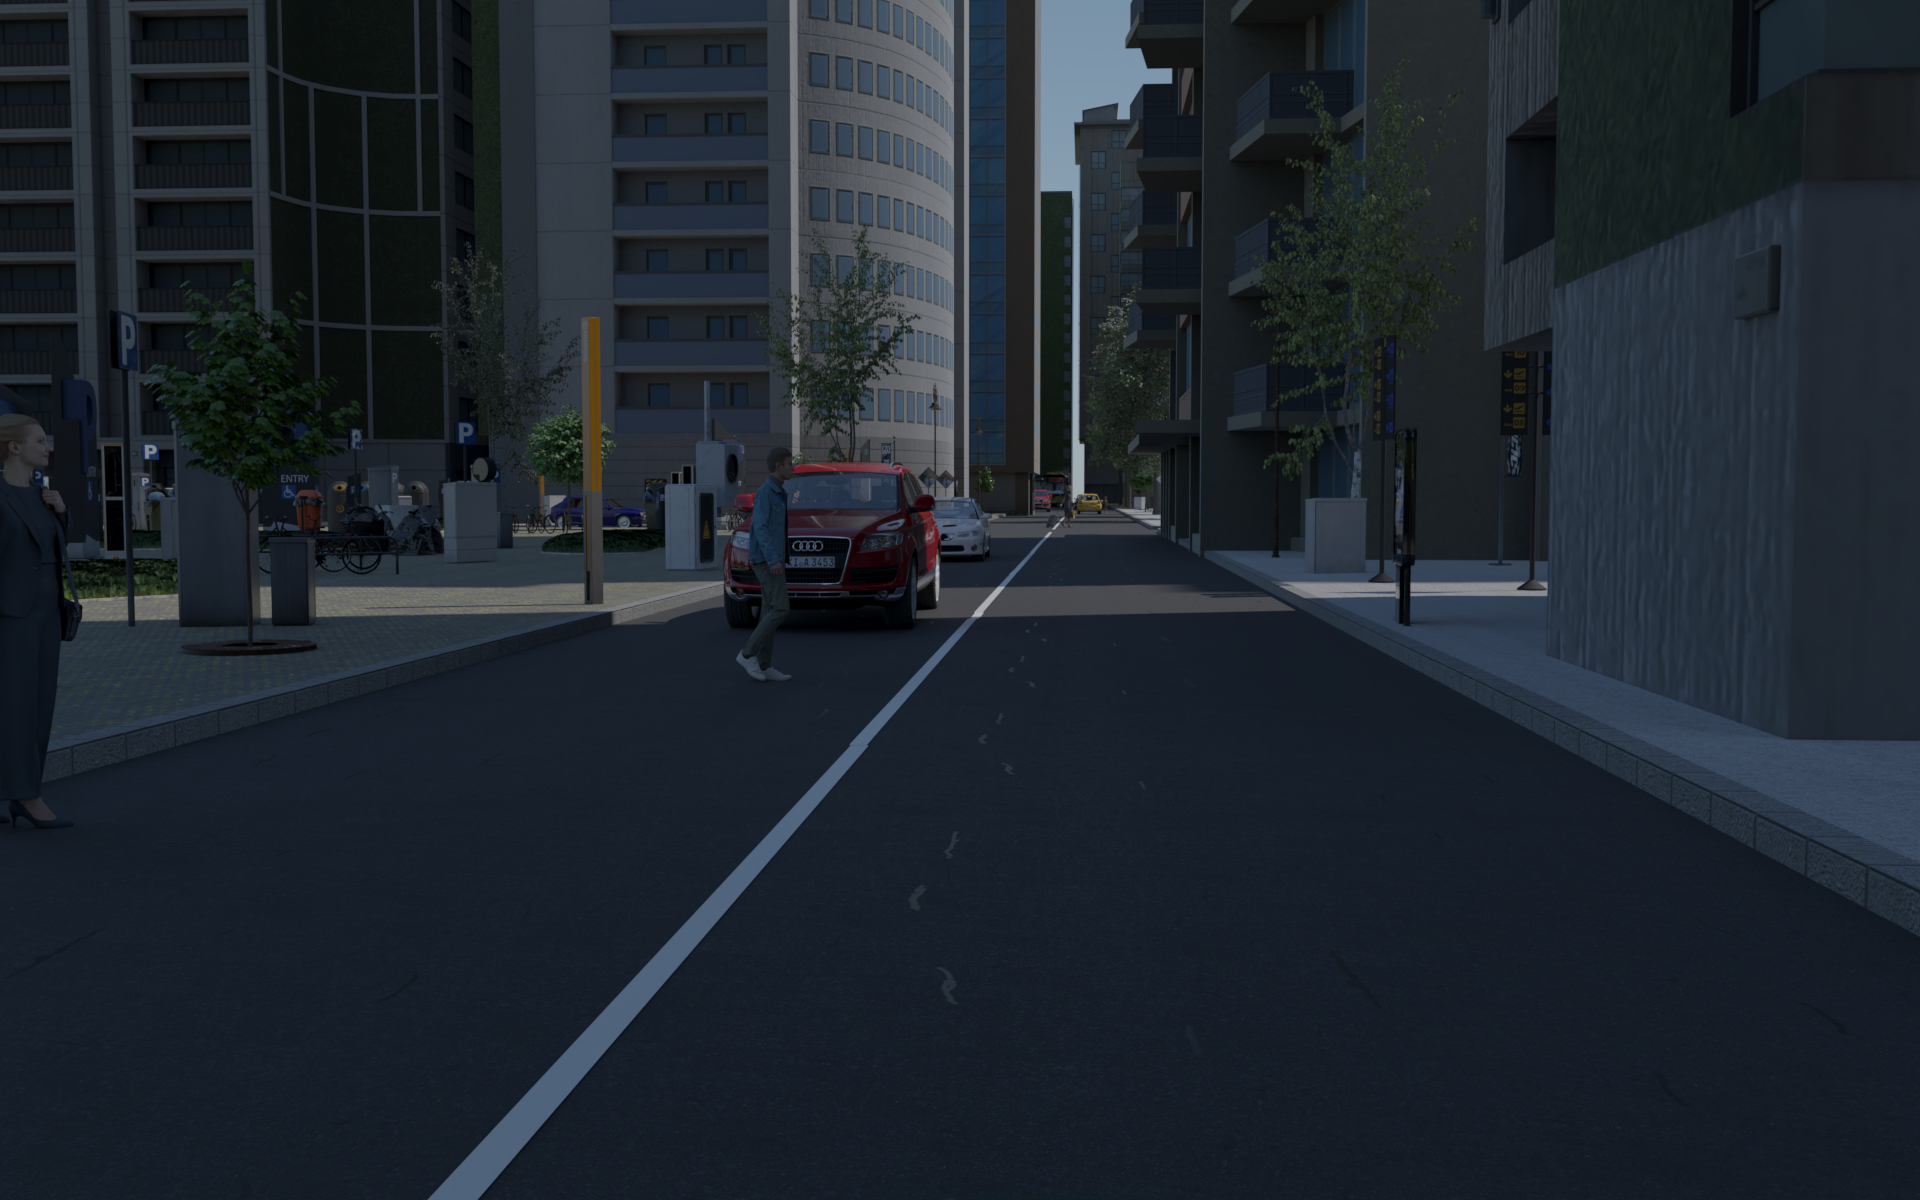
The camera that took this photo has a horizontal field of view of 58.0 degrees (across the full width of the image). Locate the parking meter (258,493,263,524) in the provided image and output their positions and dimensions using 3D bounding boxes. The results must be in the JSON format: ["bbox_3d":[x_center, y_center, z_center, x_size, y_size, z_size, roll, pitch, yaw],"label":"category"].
[{"bbox_3d":[-29.858,-4.174,73.957,0.255,1.863,0.399,3,5,44],"label":"parking meter"}]

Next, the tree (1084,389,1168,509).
[{"bbox_3d":[14.246,-13.498,146.439,9.928,11.665,9.643,0,3,0],"label":"tree"}]

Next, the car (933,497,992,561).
[{"bbox_3d":[-0.303,-1.598,38.484,2.083,1.381,4.827,0,4,3],"label":"car"}]

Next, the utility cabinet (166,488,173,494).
[{"bbox_3d":[-29.619,-3.392,64.138,1.173,1.500,0.318,-1,4,-17],"label":"utility cabinet"}]

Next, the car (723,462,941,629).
[{"bbox_3d":[-1.373,-0.705,20.200,2.281,1.827,5.304,0,4,4],"label":"car"}]

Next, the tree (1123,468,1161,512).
[{"bbox_3d":[15.041,-9.482,138.740,4.285,4.588,4.351,0,3,0],"label":"tree"}]

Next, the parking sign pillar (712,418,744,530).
[{"bbox_3d":[-8.339,-4.512,62.241,1.447,3.967,1.447,2,4,31],"label":"parking sign pillar"}]

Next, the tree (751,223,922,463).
[{"bbox_3d":[-3.231,-5.882,46.540,4.737,8.622,4.395,0,3,0],"label":"tree"}]

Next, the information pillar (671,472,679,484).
[{"bbox_3d":[-9.444,-3.258,57.757,0.304,2.012,0.304,0,4,6],"label":"information pillar"}]

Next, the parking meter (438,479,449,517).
[{"bbox_3d":[-19.278,-3.609,64.717,0.399,1.863,0.255,-1,4,-11],"label":"parking meter"}]

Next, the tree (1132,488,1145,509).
[{"bbox_3d":[15.721,-9.685,152.953,1.663,3.219,1.824,0,3,0],"label":"tree"}]

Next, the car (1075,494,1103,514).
[{"bbox_3d":[9.266,-6.977,124.296,2.015,1.641,3.980,0,4,3],"label":"car"}]

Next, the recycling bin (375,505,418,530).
[{"bbox_3d":[-12.836,-1.648,39.497,0.722,1.027,0.722,3,5,44],"label":"recycling bin"}]

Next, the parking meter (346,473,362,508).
[{"bbox_3d":[-16.854,-2.596,48.152,0.399,1.863,0.255,-1,4,-21],"label":"parking meter"}]

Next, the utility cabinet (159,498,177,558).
[{"bbox_3d":[-13.780,-1.212,30.984,0.306,1.237,1.020,1,4,23],"label":"utility cabinet"}]

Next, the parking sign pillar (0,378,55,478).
[{"bbox_3d":[-19.238,-2.817,34.523,1.447,3.967,1.447,0,4,1],"label":"parking sign pillar"}]

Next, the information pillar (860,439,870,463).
[{"bbox_3d":[-3.997,-5.011,73.283,0.504,3.616,0.183,3,4,36],"label":"information pillar"}]

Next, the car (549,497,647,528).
[{"bbox_3d":[-14.431,-3.490,69.641,3.894,1.354,1.945,0,4,6],"label":"car"}]

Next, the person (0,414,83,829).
[{"bbox_3d":[-4.079,0.093,7.406,0.534,1.772,0.576,-1,4,-12],"label":"person"}]

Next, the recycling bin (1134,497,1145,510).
[{"bbox_3d":[14.879,-8.002,143.387,0.722,1.027,0.722,2,4,33],"label":"recycling bin"}]

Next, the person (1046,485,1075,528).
[{"bbox_3d":[4.319,-3.988,73.917,1.509,1.804,0.699,-2,4,-31],"label":"person"}]

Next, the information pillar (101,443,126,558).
[{"bbox_3d":[-12.291,-1.269,25.232,0.304,2.012,0.304,-1,4,-17],"label":"information pillar"}]

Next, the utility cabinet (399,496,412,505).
[{"bbox_3d":[-17.419,-2.578,53.316,1.020,1.237,0.306,-2,4,-24],"label":"utility cabinet"}]

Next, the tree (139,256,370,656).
[{"bbox_3d":[-5.701,-1.197,14.178,1.663,3.219,1.824,0,3,0],"label":"tree"}]

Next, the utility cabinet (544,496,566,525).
[{"bbox_3d":[-17.023,-3.770,72.793,0.306,1.237,1.020,2,4,28],"label":"utility cabinet"}]

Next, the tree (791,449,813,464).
[{"bbox_3d":[-6.794,-4.823,73.456,1.663,3.219,1.824,0,3,0],"label":"tree"}]

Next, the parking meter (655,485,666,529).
[{"bbox_3d":[-8.192,-2.396,47.584,0.372,1.533,0.369,0,3,0],"label":"parking meter"}]

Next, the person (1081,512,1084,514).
[{"bbox_3d":[9.001,-6.984,127.364,0.332,1.250,0.352,1,4,19],"label":"person"}]

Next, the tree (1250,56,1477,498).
[{"bbox_3d":[6.904,-4.878,30.110,4.737,8.622,4.395,0,3,0],"label":"tree"}]

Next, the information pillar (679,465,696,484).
[{"bbox_3d":[-6.768,-2.378,43.373,0.304,2.012,0.304,1,4,11],"label":"information pillar"}]

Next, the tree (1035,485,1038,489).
[{"bbox_3d":[8.227,-12.955,206.419,1.663,3.219,1.824,0,3,0],"label":"tree"}]

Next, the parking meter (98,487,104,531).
[{"bbox_3d":[-21.742,-2.147,43.521,0.372,1.533,0.369,0,3,0],"label":"parking meter"}]

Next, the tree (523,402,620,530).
[{"bbox_3d":[-13.856,-4.774,61.761,4.285,4.588,4.351,0,3,0],"label":"tree"}]

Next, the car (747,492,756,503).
[{"bbox_3d":[-6.816,-3.564,67.312,4.494,1.783,2.155,0,4,3],"label":"car"}]

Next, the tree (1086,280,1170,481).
[{"bbox_3d":[10.915,-10.516,88.949,9.611,12.733,9.660,0,3,0],"label":"tree"}]

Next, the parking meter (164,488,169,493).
[{"bbox_3d":[-27.271,-3.113,59.312,0.372,1.533,0.369,0,3,0],"label":"parking meter"}]

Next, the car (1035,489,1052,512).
[{"bbox_3d":[6.224,-7.948,138.628,2.281,1.827,5.304,0,4,2],"label":"car"}]

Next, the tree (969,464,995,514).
[{"bbox_3d":[1.643,-7.075,110.283,1.663,3.219,1.824,0,3,0],"label":"tree"}]

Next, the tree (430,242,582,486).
[{"bbox_3d":[-13.602,-6.179,51.389,4.360,8.622,3.978,0,3,0],"label":"tree"}]

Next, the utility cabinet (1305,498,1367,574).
[{"bbox_3d":[6.105,-1.040,28.165,1.020,1.237,0.306,-2,4,-25],"label":"utility cabinet"}]

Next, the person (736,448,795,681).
[{"bbox_3d":[-1.478,-0.269,13.237,0.444,1.785,0.601,1,4,9],"label":"person"}]

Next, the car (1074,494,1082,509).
[{"bbox_3d":[11.896,-9.554,165.990,2.009,1.686,4.222,0,4,4],"label":"car"}]

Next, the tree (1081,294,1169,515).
[{"bbox_3d":[12.476,-12.331,108.270,9.857,13.997,8.962,0,3,0],"label":"tree"}]

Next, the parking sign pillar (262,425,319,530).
[{"bbox_3d":[-16.885,-3.376,43.670,1.447,3.967,1.447,0,4,-4],"label":"parking sign pillar"}]

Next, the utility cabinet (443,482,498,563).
[{"bbox_3d":[-9.188,-1.457,32.493,0.318,1.500,1.173,1,4,23],"label":"utility cabinet"}]

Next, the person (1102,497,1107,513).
[{"bbox_3d":[10.868,-7.145,129.996,0.362,1.253,0.373,0,4,5],"label":"person"}]

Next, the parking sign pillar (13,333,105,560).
[{"bbox_3d":[-15.218,-2.529,29.814,1.447,3.967,1.447,-1,4,-15],"label":"parking sign pillar"}]
